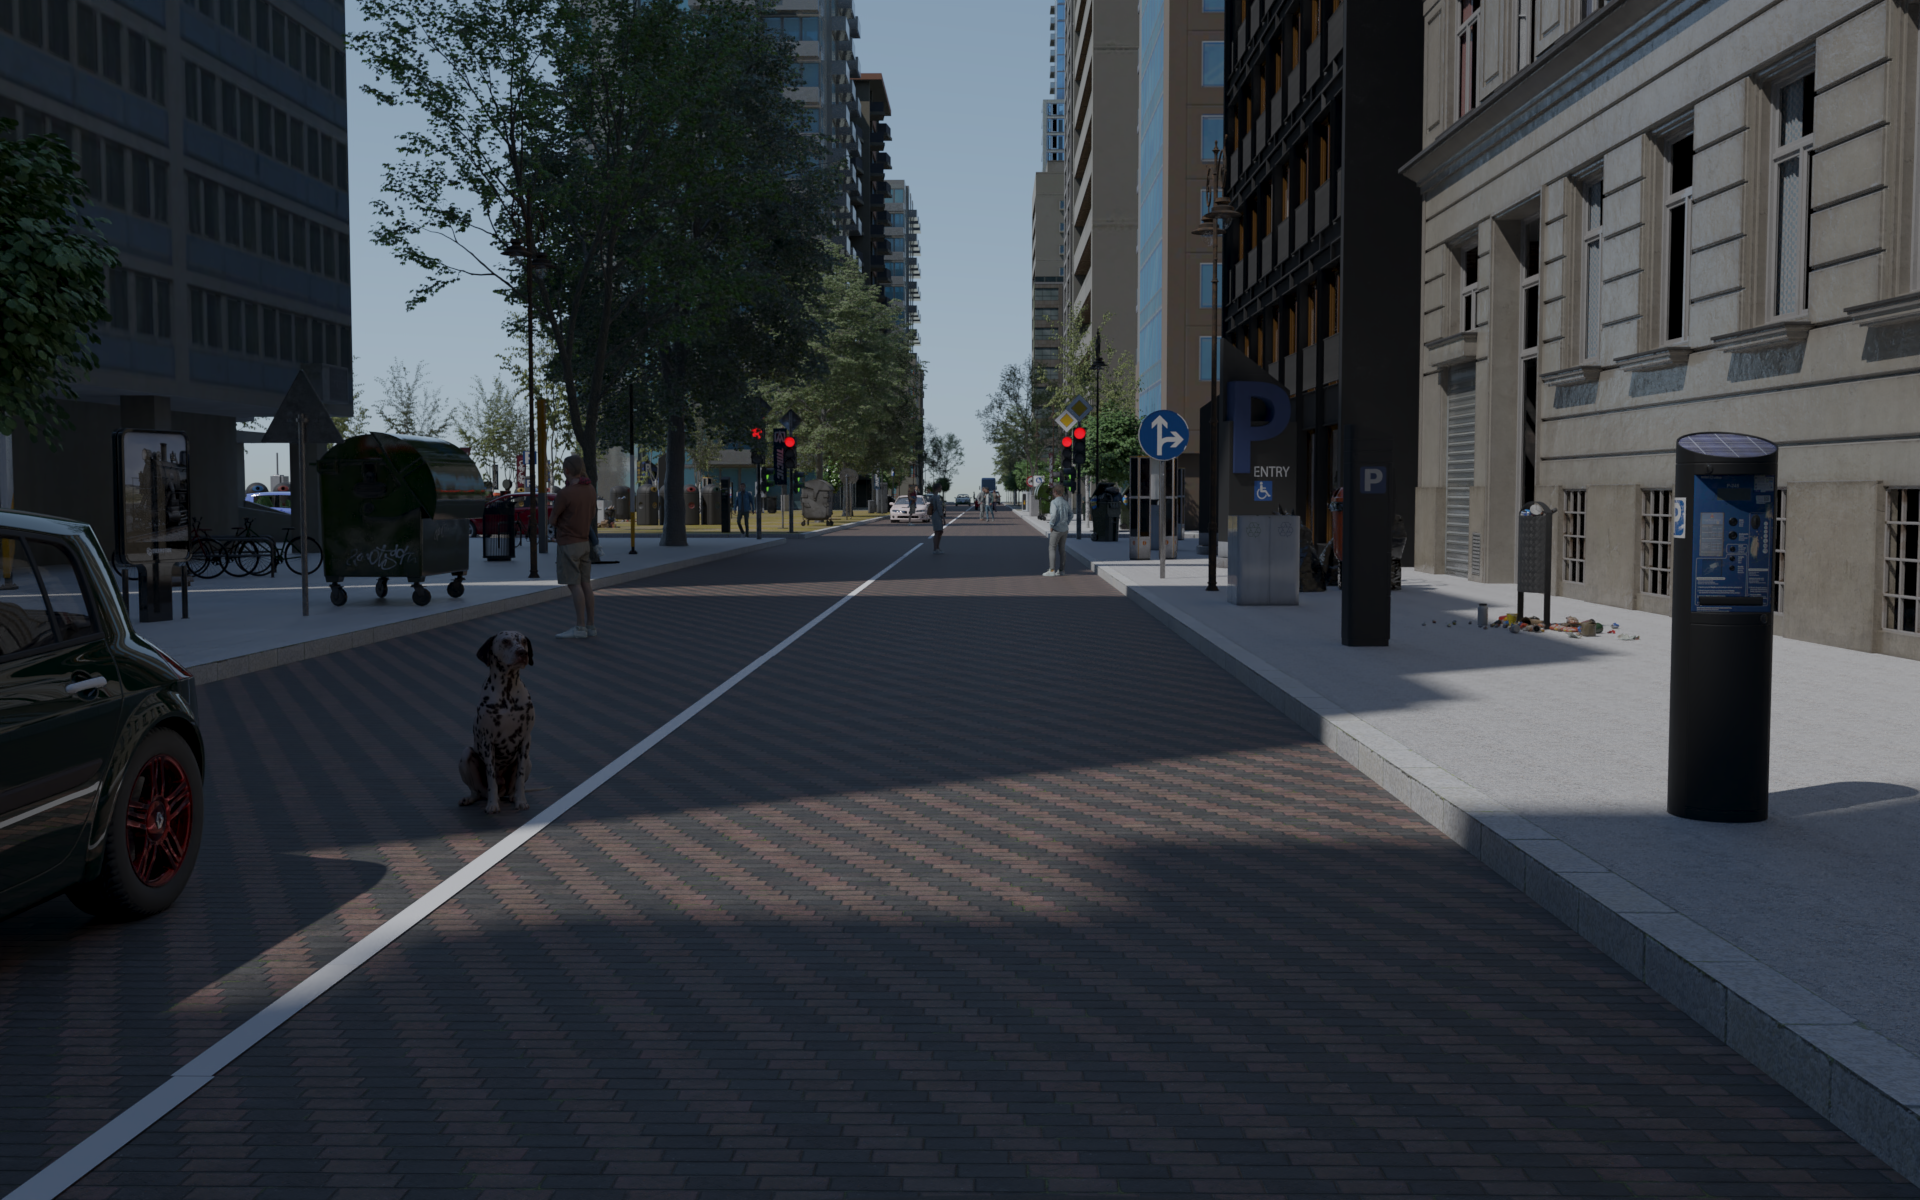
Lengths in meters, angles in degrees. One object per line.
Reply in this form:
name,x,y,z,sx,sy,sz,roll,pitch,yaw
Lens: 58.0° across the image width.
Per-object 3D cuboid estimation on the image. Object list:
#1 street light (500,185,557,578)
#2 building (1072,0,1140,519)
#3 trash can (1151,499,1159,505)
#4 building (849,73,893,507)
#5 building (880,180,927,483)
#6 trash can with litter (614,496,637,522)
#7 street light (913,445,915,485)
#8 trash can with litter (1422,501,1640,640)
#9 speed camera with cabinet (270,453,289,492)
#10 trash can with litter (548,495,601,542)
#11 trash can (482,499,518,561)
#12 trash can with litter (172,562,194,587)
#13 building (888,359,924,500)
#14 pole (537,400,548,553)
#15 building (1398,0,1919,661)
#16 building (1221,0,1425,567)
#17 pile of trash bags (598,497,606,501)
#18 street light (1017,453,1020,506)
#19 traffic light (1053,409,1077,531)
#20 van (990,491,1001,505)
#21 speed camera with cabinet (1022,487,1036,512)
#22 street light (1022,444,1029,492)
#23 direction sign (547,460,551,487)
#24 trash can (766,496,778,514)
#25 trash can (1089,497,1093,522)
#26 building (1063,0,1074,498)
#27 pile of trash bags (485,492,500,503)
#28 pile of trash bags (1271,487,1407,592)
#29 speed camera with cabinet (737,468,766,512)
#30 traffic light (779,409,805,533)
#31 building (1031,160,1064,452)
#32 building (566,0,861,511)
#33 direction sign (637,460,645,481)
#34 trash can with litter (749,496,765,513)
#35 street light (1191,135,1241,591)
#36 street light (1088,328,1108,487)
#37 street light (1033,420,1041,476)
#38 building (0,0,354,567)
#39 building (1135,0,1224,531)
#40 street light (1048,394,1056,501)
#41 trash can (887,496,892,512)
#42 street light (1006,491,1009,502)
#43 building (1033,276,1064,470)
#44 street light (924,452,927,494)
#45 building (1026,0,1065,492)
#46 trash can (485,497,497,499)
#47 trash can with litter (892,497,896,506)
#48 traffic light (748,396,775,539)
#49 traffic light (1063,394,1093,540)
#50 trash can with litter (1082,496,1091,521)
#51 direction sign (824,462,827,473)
street light,-6.522,-3.275,26.337,0.468,5.910,1.993,0,4,1
building,17.585,-29.021,98.193,21.300,48.544,21.600,0,4,1
trash can,5.183,-2.234,48.172,0.748,1.137,0.748,0,3,0
building,-18.388,-32.004,177.894,22.147,44.769,28.867,0,4,1
building,-17.292,-39.365,263.229,23.786,49.044,30.456,0,4,1
trash can with litter,-15.179,-4.206,79.822,2.233,1.210,1.678,-1,4,-18
street light,-4.306,-11.438,159.793,0.468,5.910,1.993,0,4,1
trash can with litter,5.468,-0.313,16.183,1.678,1.210,2.233,-1,4,-11
speed camera with cabinet,-31.911,-5.417,82.910,2.038,3.252,0.660,0,4,7
trash can with litter,-10.624,-2.175,46.616,1.678,1.210,2.233,0,4,1
trash can,-8.831,-1.315,33.156,0.748,1.137,0.748,0,3,0
trash can with litter,-11.076,-0.791,24.318,1.055,1.170,0.624,3,5,43
building,-19.184,-23.819,234.475,27.650,21.520,28.899,0,4,1
pole,-9.033,-2.668,37.457,0.158,3.312,0.155,0,3,0
building,14.597,-11.045,13.877,16.112,22.955,30.059,0,4,1
building,12.914,-12.703,37.369,12.332,23.373,15.834,0,4,1
pile of trash bags,-19.991,-5.667,102.410,3.447,1.369,1.912,1,4,19
street light,5.630,-11.215,156.146,0.468,5.910,1.993,0,4,1
traffic light,3.473,-4.151,56.784,0.839,4.253,0.868,0,4,1
van,4.633,-13.914,234.509,2.013,2.044,4.112,0,4,-1
speed camera with cabinet,5.121,-7.987,124.919,0.660,3.252,2.038,-1,4,-21
street light,5.125,-9.711,131.562,0.468,5.910,1.993,0,4,1
direction sign,-27.239,-7.496,114.550,0.379,3.537,0.876,-2,4,-32
trash can,-12.384,-6.266,114.096,0.748,1.137,0.748,0,3,0
trash can,6.259,-4.115,78.930,0.748,1.137,0.748,0,3,0
building,20.061,-46.174,193.197,20.563,71.187,20.611,0,4,1
pile of trash bags,-24.341,-5.084,92.881,1.912,1.369,3.447,-3,4,-37
pile of trash bags,4.960,-0.809,22.975,1.912,1.369,3.447,0,4,4
speed camera with cabinet,-15.035,-7.981,124.824,2.038,3.252,0.660,1,4,8
traffic light,-5.538,-4.159,56.921,0.839,4.253,0.868,0,4,1
building,21.129,-38.122,246.992,21.300,48.544,21.600,0,4,1
building,-20.087,-32.293,147.604,23.786,49.044,30.456,0,4,1
direction sign,-21.261,-7.556,115.536,0.876,3.537,0.379,3,5,41
trash can with litter,-13.999,-6.487,117.119,1.678,1.210,2.233,2,4,26
street light,3.345,-3.059,22.795,0.468,5.910,1.993,0,4,1
street light,3.844,-4.626,48.427,0.468,5.910,1.993,0,4,1
street light,4.708,-8.145,105.957,0.468,5.910,1.993,0,4,1
building,-25.225,-20.771,31.492,23.993,40.220,32.217,0,4,1
building,14.366,-25.414,65.622,14.200,45.320,14.600,0,4,1
street light,4.342,-6.591,80.544,0.468,5.910,1.993,0,4,1
trash can,-5.179,-6.838,123.456,0.748,1.137,0.748,0,3,0
street light,7.486,-17.925,265.853,0.468,5.910,1.993,0,4,1
building,16.678,-28.018,229.797,14.160,30.474,14.107,0,4,1
street light,-3.719,-13.004,185.398,0.468,5.910,1.993,0,4,1
building,21.810,-58.725,272.820,22.319,86.520,31.000,0,4,1
trash can,-20.323,-3.847,74.544,0.748,1.137,0.748,0,3,0
trash can with litter,-4.666,-6.934,124.754,1.055,1.170,0.624,0,4,2
traffic light,-5.674,-3.671,48.938,0.839,4.253,0.868,0,4,1
traffic light,3.336,-3.662,48.800,0.839,4.253,0.868,0,4,1
trash can with litter,6.208,-4.335,82.262,0.624,1.170,1.055,-1,4,-20
direction sign,-9.946,-8.471,130.489,0.876,3.537,0.379,0,4,-3
